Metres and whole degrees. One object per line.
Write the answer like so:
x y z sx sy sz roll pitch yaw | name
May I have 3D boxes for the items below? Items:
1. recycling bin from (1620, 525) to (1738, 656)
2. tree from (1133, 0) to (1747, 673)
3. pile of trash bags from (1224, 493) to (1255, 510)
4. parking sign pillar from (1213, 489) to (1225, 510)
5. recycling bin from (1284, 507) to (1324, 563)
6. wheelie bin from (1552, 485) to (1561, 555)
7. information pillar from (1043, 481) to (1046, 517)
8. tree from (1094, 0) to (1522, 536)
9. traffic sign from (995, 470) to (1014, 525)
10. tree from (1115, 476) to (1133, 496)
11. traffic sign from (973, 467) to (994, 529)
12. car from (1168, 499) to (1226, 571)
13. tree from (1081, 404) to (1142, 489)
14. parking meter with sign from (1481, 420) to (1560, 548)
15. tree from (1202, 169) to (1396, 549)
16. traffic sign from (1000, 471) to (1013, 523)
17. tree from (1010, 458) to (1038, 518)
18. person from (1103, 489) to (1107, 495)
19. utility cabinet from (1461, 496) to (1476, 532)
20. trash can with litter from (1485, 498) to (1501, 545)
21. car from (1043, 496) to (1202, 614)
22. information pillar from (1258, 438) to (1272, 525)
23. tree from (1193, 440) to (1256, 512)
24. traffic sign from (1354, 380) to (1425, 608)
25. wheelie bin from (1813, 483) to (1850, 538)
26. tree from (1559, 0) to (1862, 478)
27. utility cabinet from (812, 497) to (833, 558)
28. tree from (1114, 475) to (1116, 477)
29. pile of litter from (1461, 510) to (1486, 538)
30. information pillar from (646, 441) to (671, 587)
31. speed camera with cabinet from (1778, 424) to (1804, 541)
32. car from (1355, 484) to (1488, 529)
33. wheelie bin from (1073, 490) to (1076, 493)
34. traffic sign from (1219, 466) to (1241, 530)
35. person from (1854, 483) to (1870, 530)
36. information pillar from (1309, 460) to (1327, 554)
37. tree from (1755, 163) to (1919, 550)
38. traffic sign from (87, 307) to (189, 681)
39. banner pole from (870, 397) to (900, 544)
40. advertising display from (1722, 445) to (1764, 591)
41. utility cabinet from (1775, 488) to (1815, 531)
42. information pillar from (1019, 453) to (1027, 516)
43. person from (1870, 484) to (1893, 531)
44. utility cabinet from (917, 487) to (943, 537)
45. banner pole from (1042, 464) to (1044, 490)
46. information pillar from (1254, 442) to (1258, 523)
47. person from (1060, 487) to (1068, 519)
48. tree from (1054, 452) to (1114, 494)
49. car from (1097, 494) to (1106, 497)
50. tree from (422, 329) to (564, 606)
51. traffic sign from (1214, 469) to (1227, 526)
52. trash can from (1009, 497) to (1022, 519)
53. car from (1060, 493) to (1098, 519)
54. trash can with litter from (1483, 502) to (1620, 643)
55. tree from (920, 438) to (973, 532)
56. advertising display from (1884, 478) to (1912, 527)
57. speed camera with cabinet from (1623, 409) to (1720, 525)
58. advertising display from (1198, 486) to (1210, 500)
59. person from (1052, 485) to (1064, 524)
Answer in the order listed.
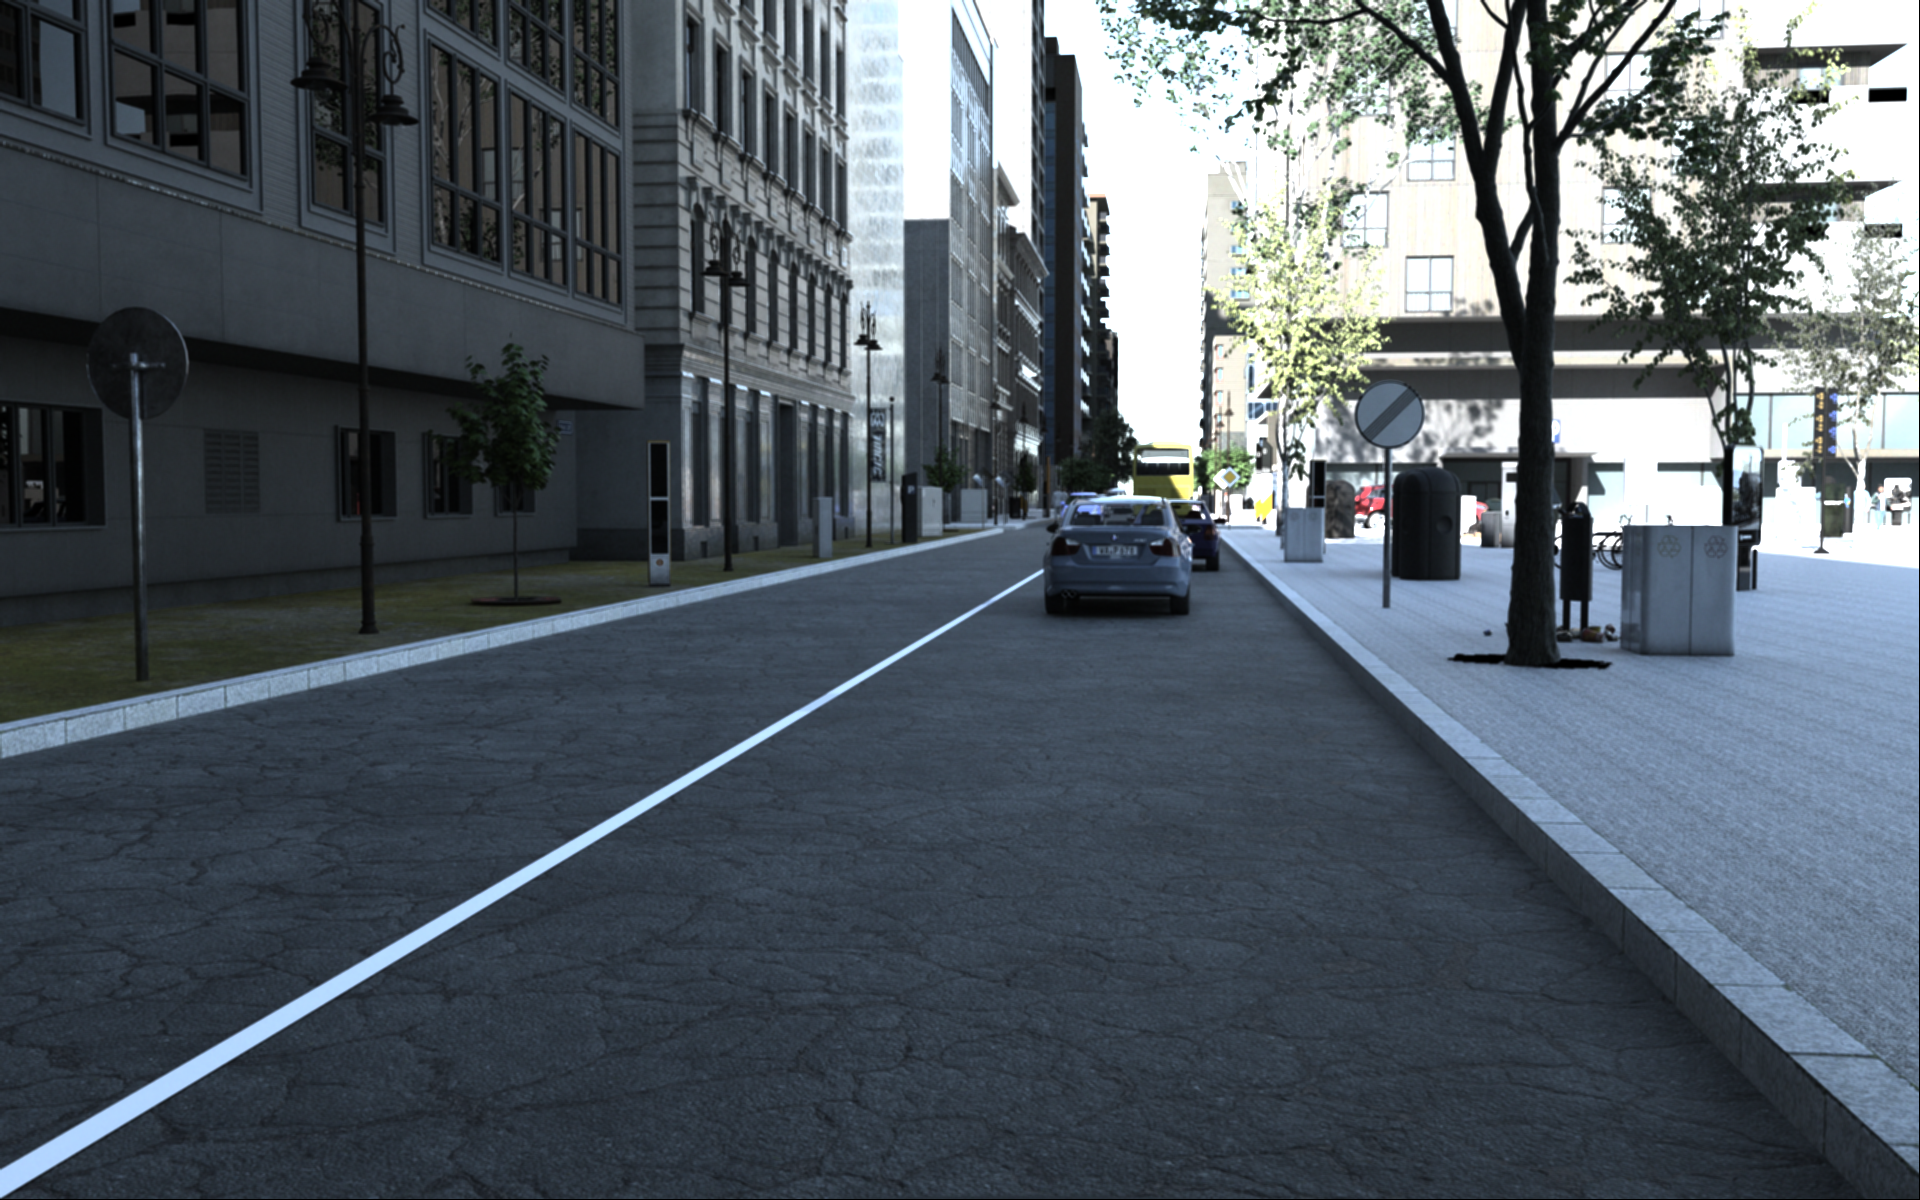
5.822 -0.092 14.054 0.722 1.027 0.722 0 4 7 | recycling bin
4.134 -5.318 12.707 9.928 11.665 9.643 0 3 0 | tree
22.586 -8.039 141.191 1.912 1.369 3.447 -2 4 -26 | pile of trash bags
20.455 -9.172 138.429 1.447 3.967 1.447 0 4 7 | parking sign pillar
6.524 -1.241 32.839 0.722 1.027 0.722 1 4 11 | recycling bin
12.085 -1.736 36.284 0.980 1.594 0.693 -1 4 -22 | wheelie bin
4.732 -5.549 95.217 0.304 2.012 0.304 1 4 22 | information pillar
11.232 -11.982 51.788 12.611 20.169 13.585 0 3 0 | tree
1.828 -4.131 71.191 0.795 2.450 0.064 0 4 7 | traffic sign
24.978 -19.105 262.723 4.360 8.622 3.978 0 3 0 | tree
0.852 -3.647 63.266 0.795 2.450 0.064 0 4 7 | traffic sign
4.202 -1.296 33.762 1.945 1.354 3.894 1 4 9 | car
19.554 -18.629 221.586 9.611 12.733 9.660 0 3 0 | tree
13.268 -2.746 41.152 1.738 3.016 0.543 3 5 42 | parking meter with sign
7.798 -5.491 40.137 4.737 8.622 4.395 0 3 0 | tree
2.038 -4.512 75.901 0.606 2.300 0.079 1 4 9 | traffic sign
3.567 -5.949 91.869 1.663 3.219 1.824 0 3 0 | tree
11.532 -7.818 136.505 0.709 1.800 0.728 2 4 27 | person
17.093 -2.919 58.895 0.306 1.237 1.020 -2 4 -24 | utility cabinet
13.802 -2.004 44.151 0.624 1.170 1.055 0 4 -4 | trash can with litter
2.058 -0.611 21.987 2.014 1.417 4.499 0 4 8 | car
12.734 -4.927 71.911 0.183 3.616 0.504 -3 5 -41 | information pillar
16.292 -7.773 110.800 4.285 4.588 4.351 0 3 0 | tree
4.814 -1.185 19.473 0.768 2.556 0.104 1 4 10 | traffic sign
25.790 -2.651 51.256 0.980 1.594 0.693 2 4 27 | wheelie bin
11.210 -4.597 25.524 4.737 8.622 4.395 0 3 0 | tree
-2.805 -1.470 35.195 0.306 1.237 1.020 -1 4 -12 | utility cabinet
11.619 -10.650 157.842 4.285 4.588 4.351 0 3 0 | tree
15.370 -2.224 50.321 1.719 0.858 1.176 2 4 34 | pile of litter
-4.176 -1.194 24.010 0.304 2.012 0.304 -1 4 -13 | information pillar
23.048 -3.285 48.042 0.660 3.252 2.038 2 4 25 | speed camera with cabinet
17.103 -3.433 64.805 5.304 1.827 2.281 0 4 7 | car
8.206 -7.317 127.537 0.693 1.594 0.980 3 4 37 | wheelie bin
9.677 -3.579 62.162 0.795 2.450 0.064 0 4 7 | traffic sign
32.152 -3.265 61.752 0.748 1.841 0.638 -2 4 -27 | person
7.688 -2.004 37.258 0.304 2.012 0.304 0 4 -1 | information pillar
20.476 -5.448 39.432 4.360 8.622 3.978 0 3 0 | tree
-5.617 -0.717 11.823 0.768 2.556 0.104 1 4 11 | traffic sign
-1.963 -3.330 44.467 0.863 3.779 0.401 -1 4 -19 | banner pole
10.378 -1.086 22.971 0.974 1.923 0.123 -3 5 -43 | advertising display
28.540 -3.089 59.184 0.318 1.500 1.173 -3 5 -42 | utility cabinet
3.662 -6.649 100.073 0.504 3.616 0.183 2 4 32 | information pillar
33.313 -3.295 62.723 0.623 1.781 0.721 -2 4 -27 | person
-0.937 -2.623 51.570 0.318 1.500 1.173 2 4 30 | utility cabinet
6.961 -9.537 145.950 0.401 3.779 0.863 0 4 -7 | banner pole
13.501 -5.289 77.826 0.504 3.616 0.183 2 4 32 | information pillar
5.305 -4.882 88.540 0.478 1.798 0.641 3 5 44 | person
8.896 -9.153 133.369 4.285 4.588 4.351 0 3 0 | tree
8.427 -5.847 107.606 2.014 1.417 4.499 0 4 7 | car
-5.163 -1.575 20.347 1.663 3.219 1.824 0 3 0 | tree
10.653 -4.064 70.087 0.795 2.450 0.064 0 4 7 | traffic sign
2.870 -4.809 90.281 0.748 1.137 0.748 0 3 0 | trash can
5.300 -3.973 74.546 1.945 1.707 3.694 0 4 8 | car
5.593 -0.288 15.765 1.678 1.210 2.233 0 4 2 | trash can with litter
-0.639 -3.973 59.555 1.663 3.219 1.824 0 3 0 | tree
37.045 -3.868 68.458 0.974 1.923 0.123 2 4 24 | advertising display
16.560 -2.813 40.333 2.038 3.252 0.660 1 4 14 | speed camera with cabinet
18.961 -7.917 134.656 0.974 1.923 0.123 -1 4 -15 | advertising display
4.690 -4.516 82.213 0.514 1.842 0.818 -2 4 -31 | person
